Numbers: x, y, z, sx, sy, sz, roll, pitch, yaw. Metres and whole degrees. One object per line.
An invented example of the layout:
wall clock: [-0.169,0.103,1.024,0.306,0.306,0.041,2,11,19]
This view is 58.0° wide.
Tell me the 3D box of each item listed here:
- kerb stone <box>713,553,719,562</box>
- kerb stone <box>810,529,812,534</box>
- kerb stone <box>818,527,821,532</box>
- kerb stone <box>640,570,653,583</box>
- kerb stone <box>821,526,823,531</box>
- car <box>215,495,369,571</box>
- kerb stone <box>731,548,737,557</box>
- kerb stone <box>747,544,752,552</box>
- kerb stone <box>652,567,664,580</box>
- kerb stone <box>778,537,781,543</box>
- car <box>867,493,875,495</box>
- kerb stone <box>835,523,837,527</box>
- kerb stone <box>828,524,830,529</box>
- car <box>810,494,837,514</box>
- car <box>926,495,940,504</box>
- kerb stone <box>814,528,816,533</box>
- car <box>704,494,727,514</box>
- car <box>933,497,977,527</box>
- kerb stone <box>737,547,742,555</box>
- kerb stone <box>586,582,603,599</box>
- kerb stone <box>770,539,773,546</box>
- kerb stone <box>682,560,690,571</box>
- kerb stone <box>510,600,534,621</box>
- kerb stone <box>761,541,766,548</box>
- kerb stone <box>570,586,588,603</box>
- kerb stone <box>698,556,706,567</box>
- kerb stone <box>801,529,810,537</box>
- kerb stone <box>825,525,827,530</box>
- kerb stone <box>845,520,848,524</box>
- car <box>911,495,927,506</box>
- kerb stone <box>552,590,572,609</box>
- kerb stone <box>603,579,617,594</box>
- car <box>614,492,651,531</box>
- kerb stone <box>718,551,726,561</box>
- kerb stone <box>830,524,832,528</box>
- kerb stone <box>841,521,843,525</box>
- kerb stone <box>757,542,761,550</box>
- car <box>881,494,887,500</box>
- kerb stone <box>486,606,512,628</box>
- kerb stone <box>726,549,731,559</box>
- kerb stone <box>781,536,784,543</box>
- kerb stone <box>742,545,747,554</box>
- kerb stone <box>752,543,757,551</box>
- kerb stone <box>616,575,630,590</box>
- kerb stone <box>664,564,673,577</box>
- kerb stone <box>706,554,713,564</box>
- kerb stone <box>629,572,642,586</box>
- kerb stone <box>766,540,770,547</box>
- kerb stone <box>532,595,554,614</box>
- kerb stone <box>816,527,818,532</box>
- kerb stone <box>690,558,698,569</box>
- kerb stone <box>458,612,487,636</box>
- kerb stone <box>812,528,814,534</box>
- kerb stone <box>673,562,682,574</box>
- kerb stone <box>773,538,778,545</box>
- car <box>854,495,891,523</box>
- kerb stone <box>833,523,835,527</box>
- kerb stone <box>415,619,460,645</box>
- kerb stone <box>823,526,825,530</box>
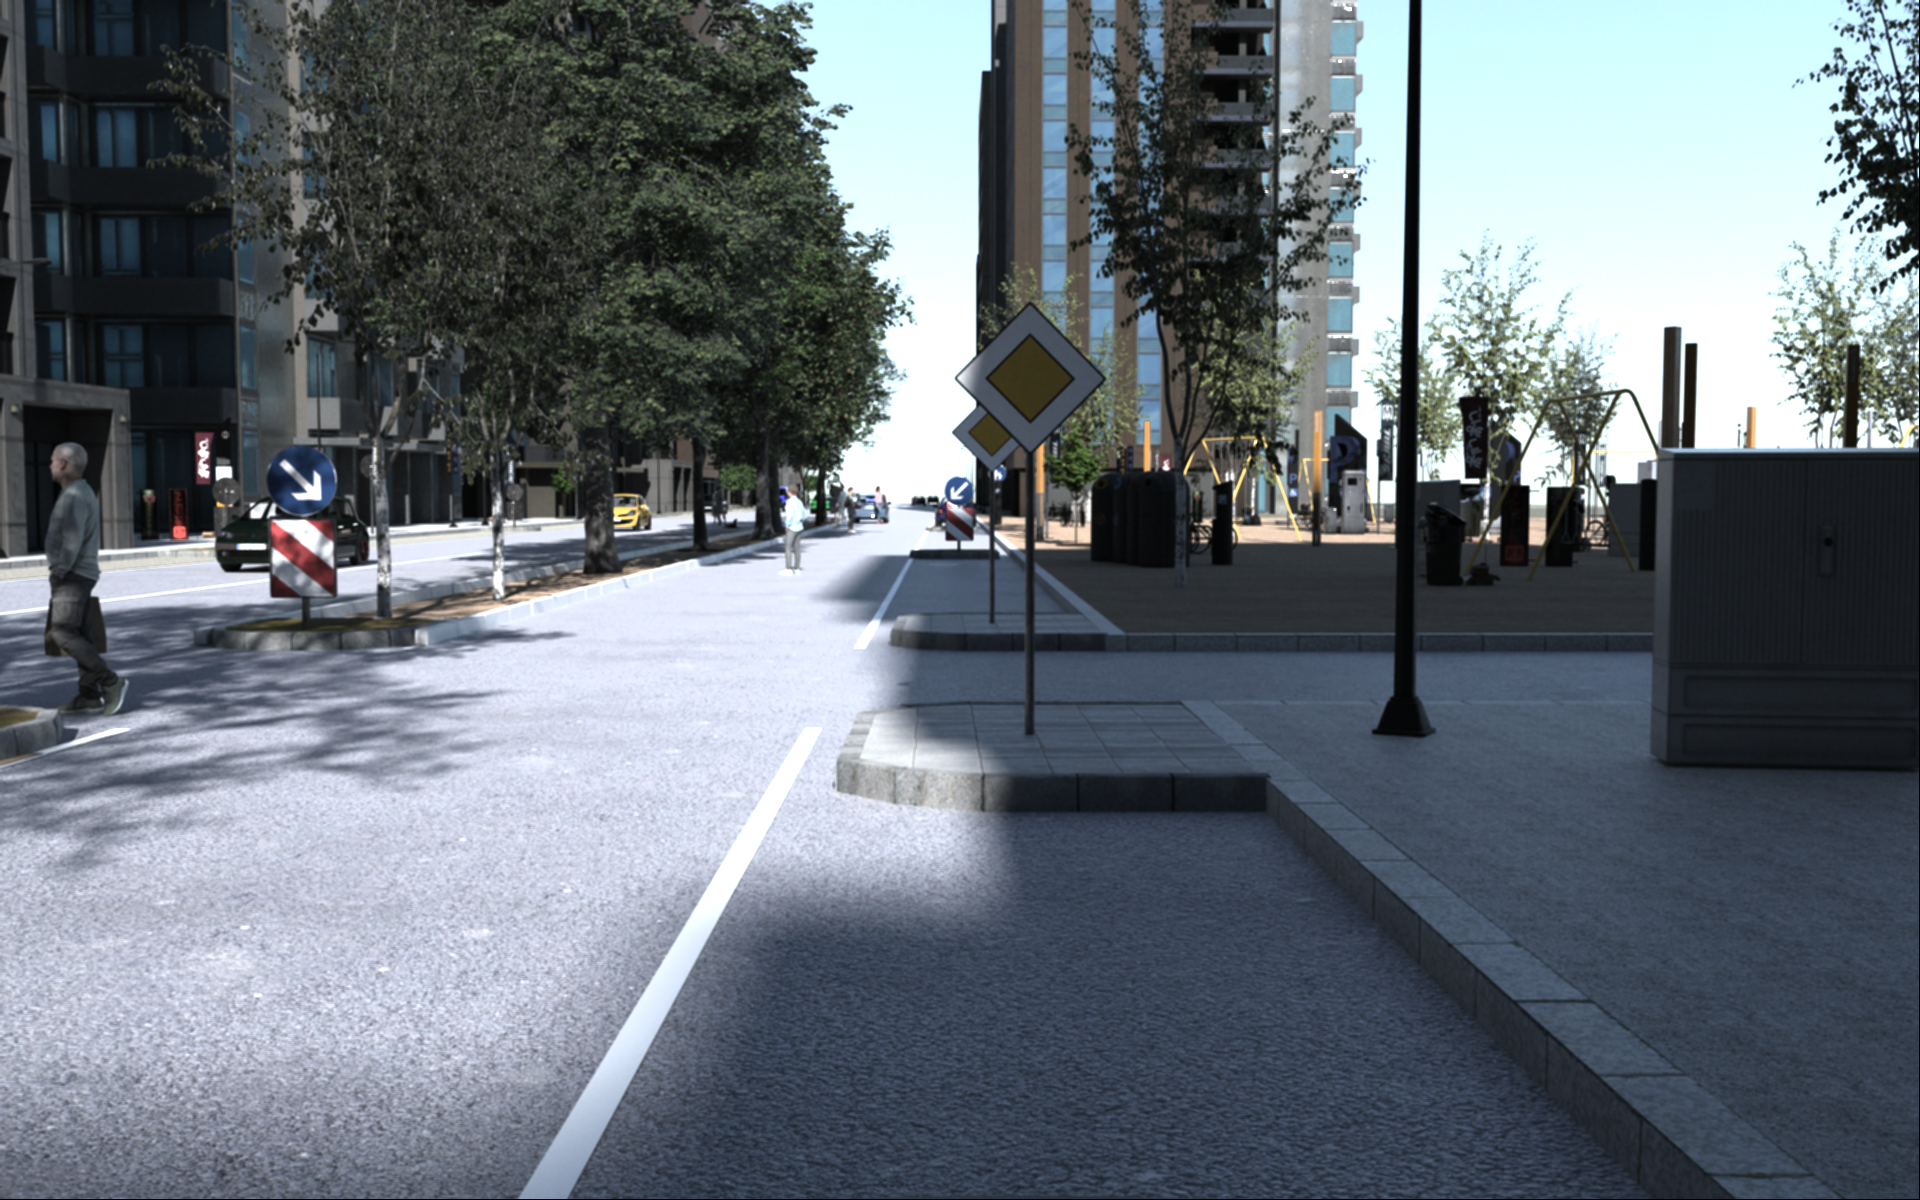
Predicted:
kerb stone: [-5.236,-0.860,36.357,0.120,0.150,1.000,0,4,0]
kerb stone: [-5.394,-2.370,60.944,0.120,0.150,1.000,0,4,0]
kerb stone: [-5.423,-2.621,65.044,0.120,0.150,1.000,0,4,0]
kerb stone: [-5.180,-0.365,28.170,0.120,0.150,1.000,0,4,0]
kerb stone: [-5.433,-2.684,66.074,0.120,0.150,1.000,0,4,0]
car: [-12.792,-1.440,33.332,2.009,1.686,4.222,0,4,0]
kerb stone: [-5.259,-1.054,39.427,0.120,0.150,1.000,0,4,0]
kerb stone: [-5.274,-1.239,42.505,0.120,0.150,1.000,0,4,0]
kerb stone: [-5.178,-0.427,29.195,0.120,0.150,1.000,0,4,0]
kerb stone: [-5.320,-1.676,49.677,0.120,0.150,1.000,0,4,0]
car: [-9.687,-11.178,192.348,1.945,1.707,3.694,0,4,2]
kerb stone: [-5.491,-3.182,74.306,0.120,0.150,1.000,0,4,0]
kerb stone: [-5.457,-2.936,70.199,0.120,0.150,1.000,0,4,0]
car: [-10.038,-7.250,127.337,1.959,1.807,4.718,0,4,-1]
car: [-3.860,-14.431,248.519,1.945,1.354,3.894,0,3,0]
kerb stone: [-5.417,-2.496,62.997,0.120,0.150,1.000,0,4,0]
car: [-17.473,-6.868,122.084,2.009,1.686,4.222,0,3,0]
car: [-0.201,-3.816,74.977,1.945,1.354,3.894,0,4,-2]
kerb stone: [-5.265,-1.114,40.449,0.120,0.150,1.000,0,4,0]
kerb stone: [-5.153,-0.115,24.071,0.120,0.150,1.000,0,4,0]
kerb stone: [-5.313,-1.550,47.632,0.120,0.150,1.000,0,4,0]
kerb stone: [-5.216,-0.616,32.264,0.120,0.150,1.000,0,4,0]
kerb stone: [-5.124,0.136,19.967,0.120,0.150,1.000,0,4,0]
kerb stone: [-5.294,-1.430,45.575,0.120,0.150,1.000,0,4,0]
kerb stone: [-5.148,-0.049,23.049,0.120,0.150,1.000,0,4,0]
kerb stone: [-5.218,-0.738,34.308,0.120,0.150,1.000,0,4,0]
kerb stone: [-5.391,-2.304,59.917,0.120,0.150,1.000,0,4,0]
kerb stone: [-5.447,-2.805,68.151,0.120,0.150,1.000,0,4,0]
kerb stone: [-5.561,-3.748,83.542,0.120,0.150,1.000,0,4,0]
car: [-4.978,-12.043,209.482,1.945,1.354,3.894,0,4,-1]
kerb stone: [-5.135,0.012,22.027,0.120,0.150,1.000,0,4,0]
kerb stone: [-5.158,-0.173,25.094,0.120,0.150,1.000,0,4,0]
car: [-13.173,-3.512,67.640,2.015,1.641,3.980,0,4,-1]
kerb stone: [-5.241,-0.924,37.383,0.120,0.150,1.000,0,4,0]
kerb stone: [-5.470,-2.994,71.224,0.120,0.150,1.000,0,4,0]
kerb stone: [-5.510,-3.436,78.411,0.120,0.150,1.000,0,4,0]
kerb stone: [-5.293,-1.367,44.549,0.120,0.150,1.000,0,4,0]
car: [-10.822,-13.703,233.084,2.155,1.783,4.494,0,4,-1]
kerb stone: [-5.117,0.199,18.936,0.120,0.150,1.000,0,4,0]
kerb stone: [-5.251,-0.990,38.405,0.120,0.150,1.000,0,4,0]
kerb stone: [-5.331,-1.742,50.706,0.120,0.150,1.000,0,4,0]
kerb stone: [-5.269,-1.174,41.471,0.120,0.150,1.000,0,4,0]
kerb stone: [-5.284,-1.302,43.527,0.120,0.150,1.000,0,4,0]
kerb stone: [-5.166,-0.240,26.125,0.120,0.150,1.000,0,4,0]
kerb stone: [-5.189,-0.489,30.217,0.120,0.150,1.000,0,4,0]
kerb stone: [-5.224,-0.803,35.330,0.120,0.150,1.000,0,4,0]
kerb stone: [-5.173,-0.300,27.148,0.120,0.150,1.000,0,4,0]
kerb stone: [-5.300,-1.493,46.608,0.120,0.150,1.000,0,4,0]
kerb stone: [-5.127,0.074,21.003,0.120,0.150,1.000,0,4,0]
kerb stone: [-5.429,-2.558,64.022,0.120,0.150,1.000,0,4,0]
kerb stone: [-5.213,-0.673,33.286,0.120,0.150,1.000,0,4,0]
kerb stone: [-5.109,0.262,17.910,0.120,0.150,1.000,0,4,0]
kerb stone: [-5.404,-2.433,61.967,0.120,0.150,1.000,0,4,0]
kerb stone: [-5.199,-0.551,31.242,0.120,0.150,1.000,0,4,0]
kerb stone: [-5.304,-1.618,48.654,0.120,0.150,1.000,0,4,0]
car: [-4.422,-4.535,86.150,2.014,1.417,4.499,0,4,-1]
kerb stone: [-5.479,-3.123,73.281,0.120,0.150,1.000,0,4,0]
kerb stone: [-5.100,0.325,16.888,0.120,0.150,1.000,0,4,0]
kerb stone: [-5.443,-2.747,67.112,0.120,0.150,1.000,0,4,0]
